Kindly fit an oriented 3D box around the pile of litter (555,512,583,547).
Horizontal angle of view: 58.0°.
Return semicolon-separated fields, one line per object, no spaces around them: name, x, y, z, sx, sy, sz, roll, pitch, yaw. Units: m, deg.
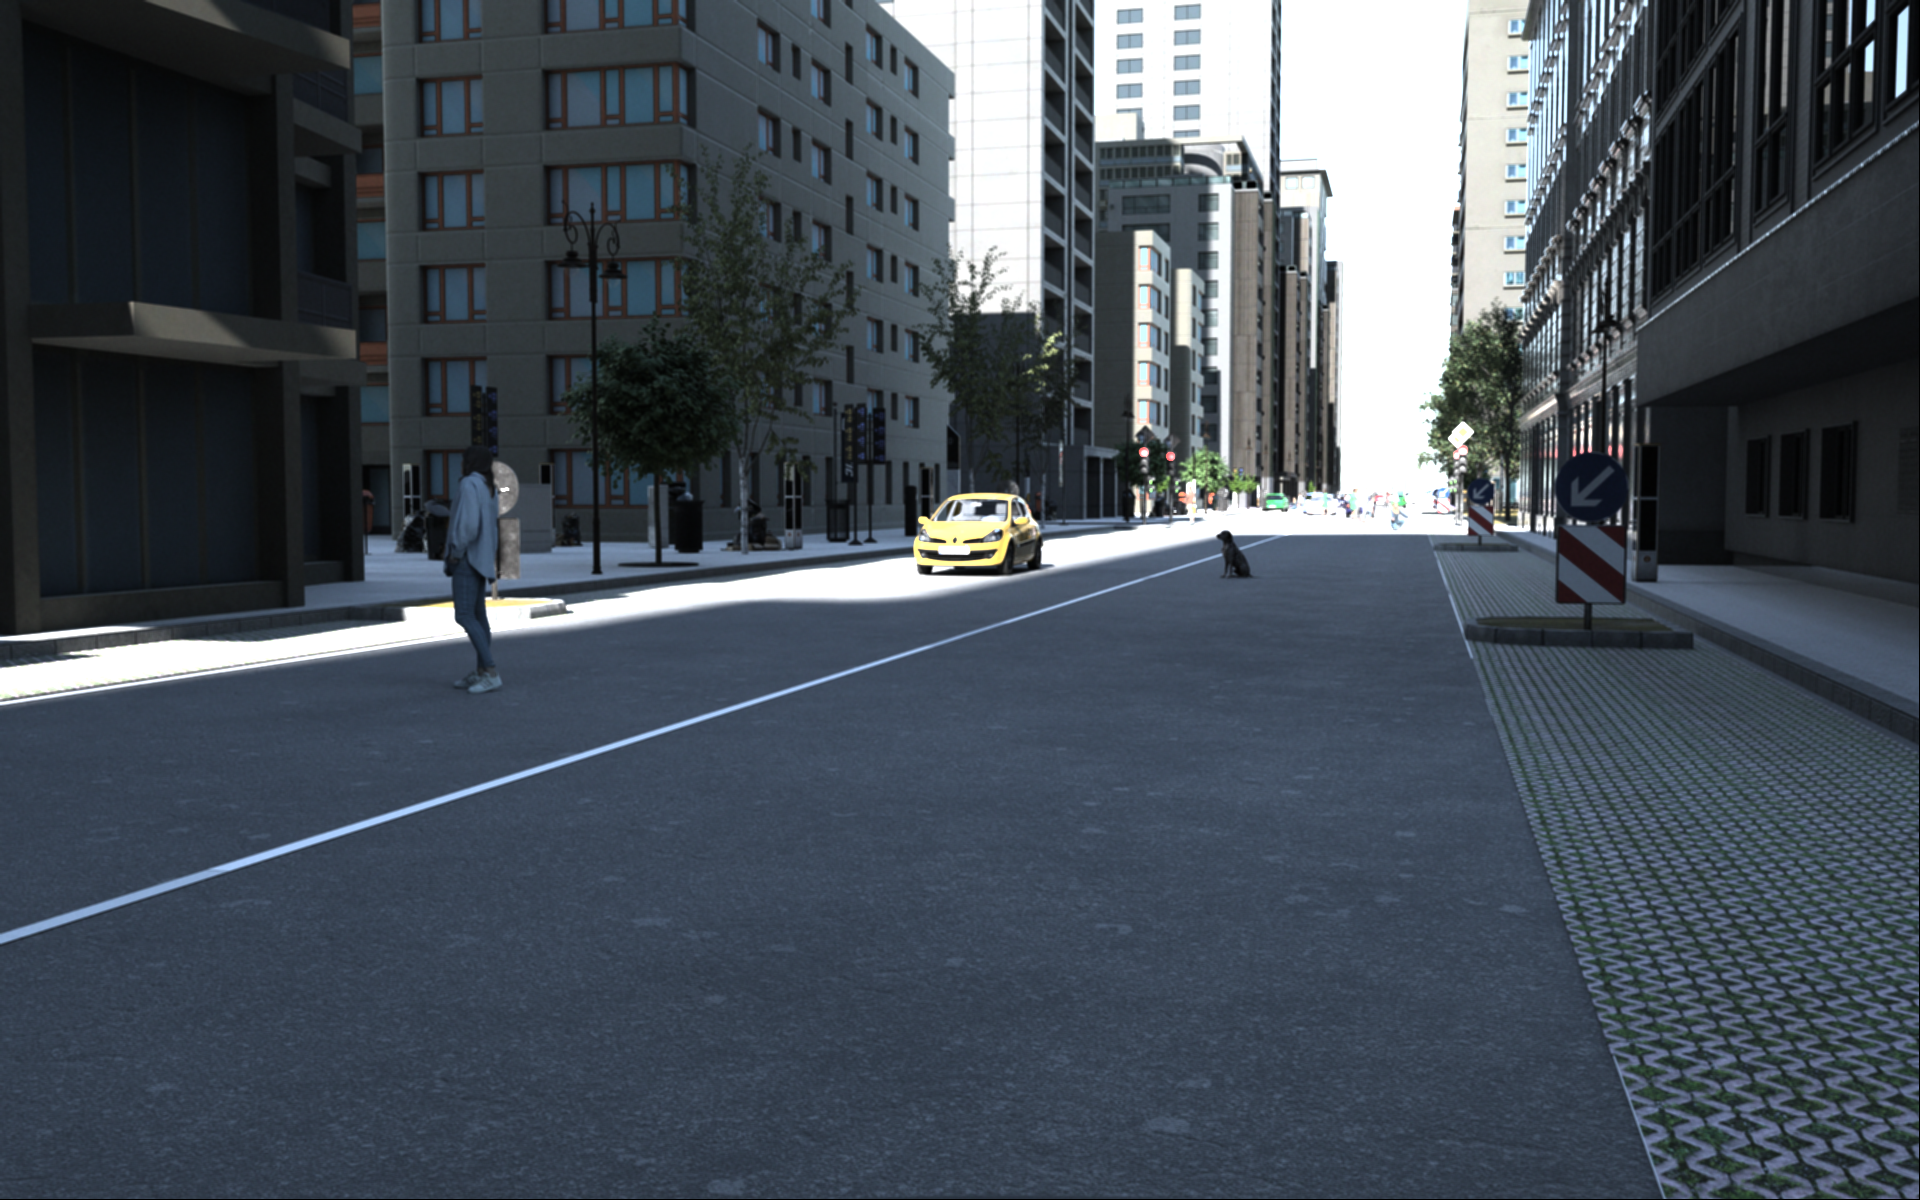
pile of litter;-9.881;-1.768;42.866;1.176;0.858;1.719;0;4;1

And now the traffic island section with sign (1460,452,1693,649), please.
traffic island section with sign;6.013;-0.514;17.037;1.989;1.847;2.006;1;4;15

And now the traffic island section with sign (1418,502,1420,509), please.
traffic island section with sign;33.969;-7.038;123.704;1.989;1.847;2.006;1;4;15

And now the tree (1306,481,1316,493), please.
tree;45.939;-14.188;226.566;1.663;3.219;1.824;0;3;0

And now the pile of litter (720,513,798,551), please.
pile of litter;-4.557;-1.557;39.425;1.719;0.858;1.176;0;4;6

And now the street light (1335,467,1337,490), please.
street light;63.331;-19.491;291.460;0.468;5.910;1.993;1;4;15

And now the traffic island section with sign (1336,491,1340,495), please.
traffic island section with sign;55.596;-15.021;254.225;1.989;1.847;2.006;1;4;15

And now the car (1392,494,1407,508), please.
car;44.033;-10.132;174.452;1.959;1.807;4.718;1;4;15

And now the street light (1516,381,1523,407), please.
street light;21.518;-5.716;66.239;0.468;5.910;1.993;1;4;15

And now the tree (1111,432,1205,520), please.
tree;9.294;-6.374;87.927;4.285;4.588;4.351;0;3;0

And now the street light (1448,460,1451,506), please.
street light;54.297;-13.421;192.226;0.468;5.910;1.993;1;4;15

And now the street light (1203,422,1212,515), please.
street light;15.400;-8.277;108.124;0.468;5.910;1.993;1;4;15

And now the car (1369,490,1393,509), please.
car;40.734;-9.720;167.599;2.281;1.827;5.304;1;4;15

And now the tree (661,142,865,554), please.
tree;-4.436;-5.268;36.486;4.737;8.622;4.395;0;3;0

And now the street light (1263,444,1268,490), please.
street light;27.041;-11.037;153.237;0.468;5.910;1.993;1;4;15

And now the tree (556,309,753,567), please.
tree;-5.463;-2.896;31.065;4.285;4.588;4.351;0;3;0

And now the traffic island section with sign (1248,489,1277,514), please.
traffic island section with sign;22.195;-7.227;126.790;1.989;1.847;2.006;1;4;15

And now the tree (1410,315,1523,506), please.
tree;33.480;-11.871;111.097;9.611;12.733;9.660;0;3;0

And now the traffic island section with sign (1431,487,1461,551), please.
traffic island section with sign;13.015;-2.149;43.761;1.989;1.847;2.006;1;4;15

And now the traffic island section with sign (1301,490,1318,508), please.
traffic island section with sign;34.909;-10.192;175.265;1.989;1.847;2.006;1;4;15

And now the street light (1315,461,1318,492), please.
street light;48.117;-15.957;233.676;0.468;5.910;1.993;1;4;15

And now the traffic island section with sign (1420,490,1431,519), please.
traffic island section with sign;27.136;-5.443;97.626;1.989;1.847;2.006;1;4;15

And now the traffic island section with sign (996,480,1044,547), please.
traffic island section with sign;1.206;-2.330;46.716;1.989;1.847;2.006;1;4;15

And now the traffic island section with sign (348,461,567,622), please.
traffic island section with sign;-5.728;-0.711;20.253;1.989;1.847;2.006;1;4;15

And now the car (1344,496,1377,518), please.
car;24.149;-5.623;104.521;1.945;1.354;3.894;1;4;13

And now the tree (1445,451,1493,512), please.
tree;37.452;-8.800;127.593;4.285;4.588;4.351;0;3;0

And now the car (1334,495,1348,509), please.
car;36.660;-9.505;167.980;1.945;1.354;3.894;1;4;16

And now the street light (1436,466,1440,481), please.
street light;83.070;-20.111;301.597;0.468;5.910;1.993;1;4;15

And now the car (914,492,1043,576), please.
car;0.369;-1.321;31.824;2.015;1.641;3.980;1;4;14

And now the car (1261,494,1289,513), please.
car;24.502;-7.698;134.666;1.959;1.807;4.718;1;4;16

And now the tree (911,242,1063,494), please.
tree;0.567;-6.164;51.150;4.737;8.622;4.395;0;3;0

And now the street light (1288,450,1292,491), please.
street light;34.645;-12.810;182.234;0.468;5.910;1.993;1;4;15

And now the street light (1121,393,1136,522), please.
street light;7.686;-6.513;79.278;0.468;5.910;1.993;1;4;15

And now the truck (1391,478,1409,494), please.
truck;70.695;-17.688;278.956;2.967;4.110;18.799;1;4;16

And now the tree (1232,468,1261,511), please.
tree;23.951;-9.147;144.159;1.663;3.219;1.824;0;3;0

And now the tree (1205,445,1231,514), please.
tree;16.023;-7.883;112.598;4.285;4.588;4.351;0;3;0

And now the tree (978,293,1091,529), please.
tree;2.919;-6.937;63.783;4.360;8.622;3.978;0;3;0

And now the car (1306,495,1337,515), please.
car;24.799;-6.499;118.612;2.083;1.381;4.827;1;4;15

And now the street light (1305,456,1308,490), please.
street light;42.227;-14.582;211.197;0.468;5.910;1.993;1;4;15

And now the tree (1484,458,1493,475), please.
tree;41.142;-11.507;138.494;4.360;8.622;3.978;0;3;0

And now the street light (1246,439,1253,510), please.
street light;22.847;-10.049;137.088;0.468;5.910;1.993;1;4;15

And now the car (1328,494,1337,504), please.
car;33.128;-8.840;156.534;2.014;1.417;4.499;1;4;16

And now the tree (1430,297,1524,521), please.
tree;25.903;-9.061;82.563;7.601;10.594;8.767;-1;4;-14

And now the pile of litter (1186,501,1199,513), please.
pile of litter;15.723;-6.464;119.652;1.176;0.858;1.719;-3;4;-38

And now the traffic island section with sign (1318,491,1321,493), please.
traffic island section with sign;41.771;-11.792;201.430;1.989;1.847;2.006;1;4;15

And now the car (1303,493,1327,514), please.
car;25.945;-7.152;126.529;1.945;1.707;3.694;1;4;13

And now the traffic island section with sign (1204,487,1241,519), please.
traffic island section with sign;15.203;-5.594;100.084;1.989;1.847;2.006;1;4;15
